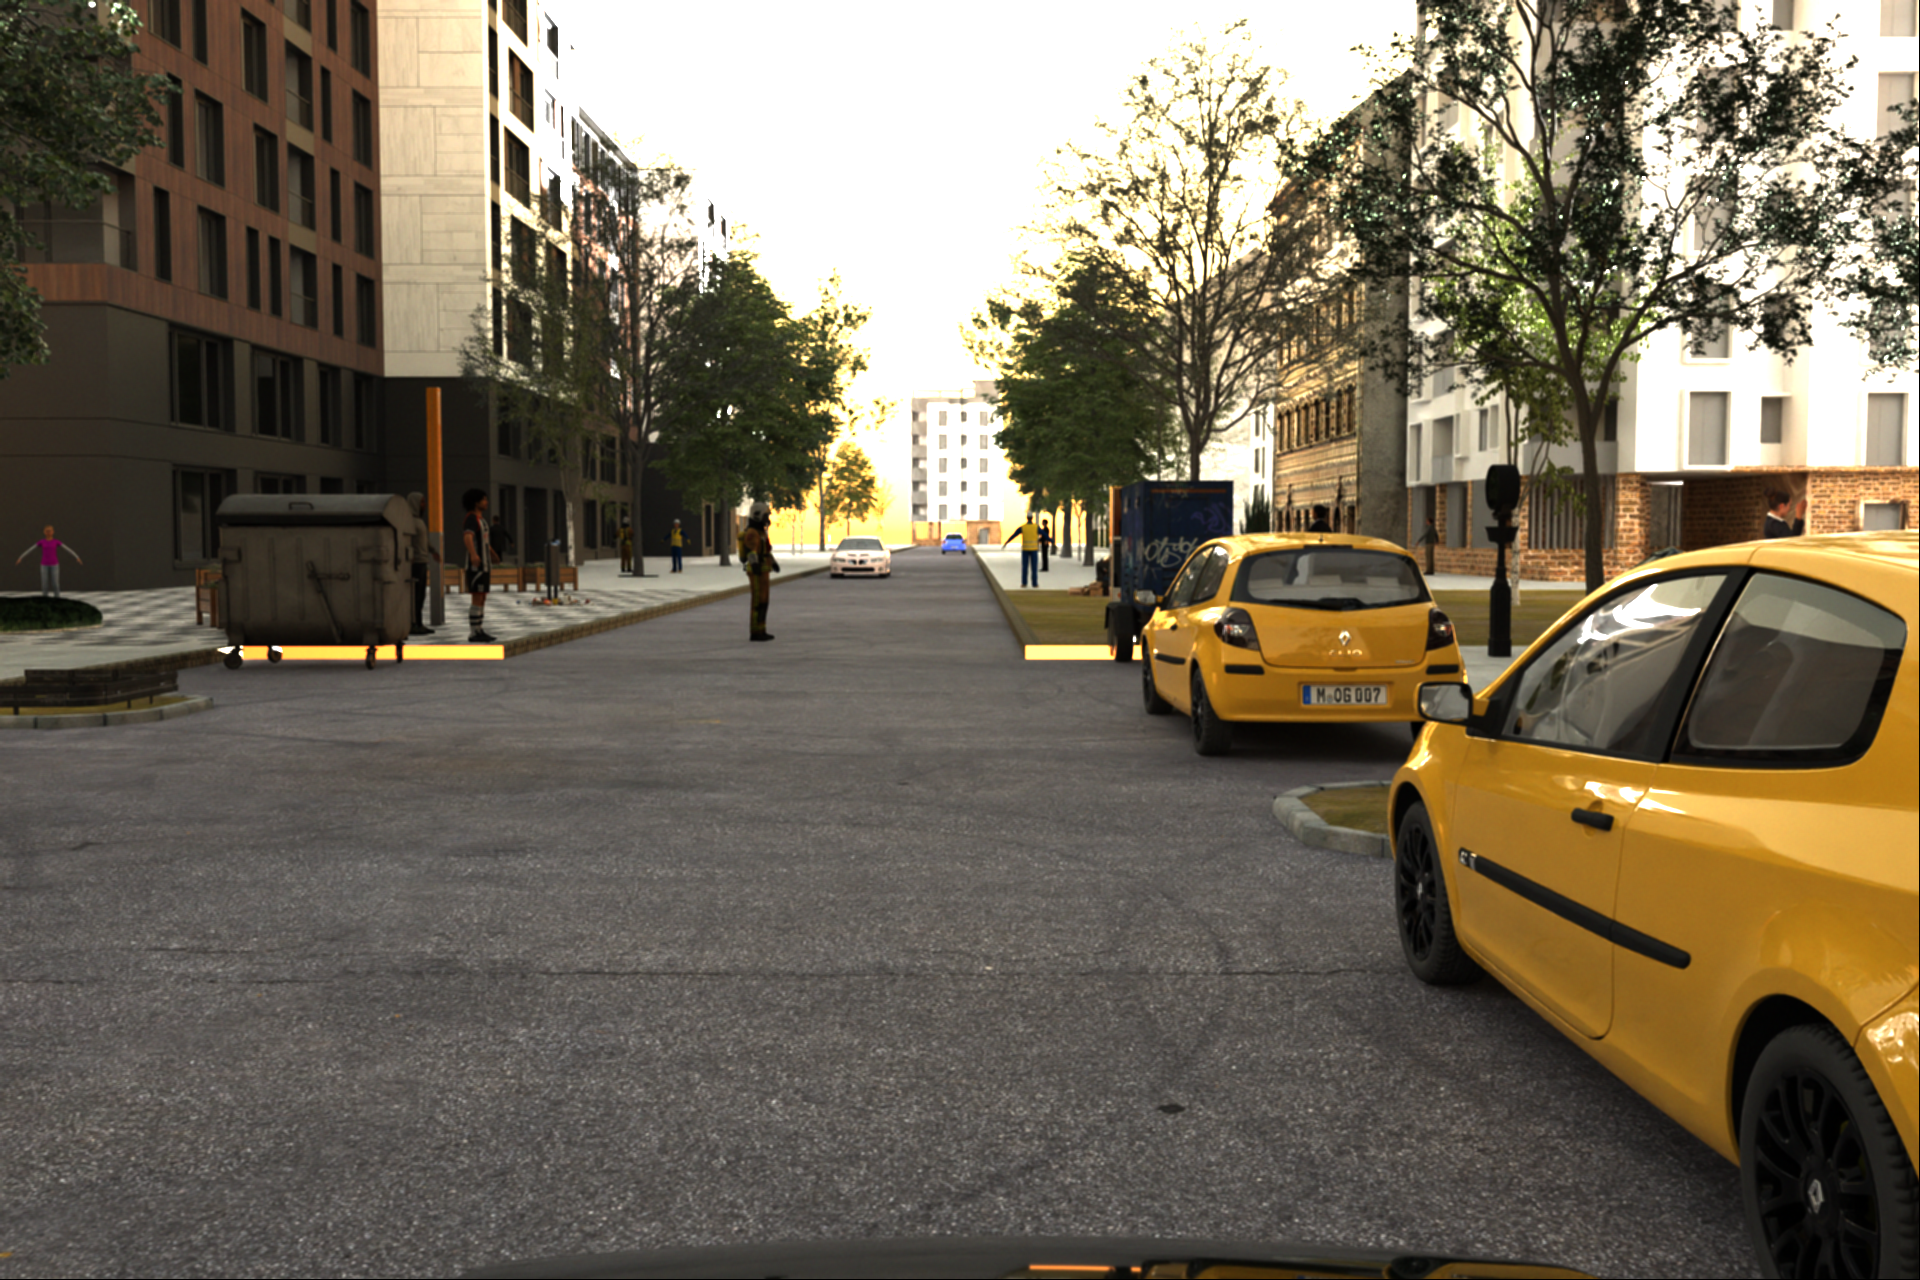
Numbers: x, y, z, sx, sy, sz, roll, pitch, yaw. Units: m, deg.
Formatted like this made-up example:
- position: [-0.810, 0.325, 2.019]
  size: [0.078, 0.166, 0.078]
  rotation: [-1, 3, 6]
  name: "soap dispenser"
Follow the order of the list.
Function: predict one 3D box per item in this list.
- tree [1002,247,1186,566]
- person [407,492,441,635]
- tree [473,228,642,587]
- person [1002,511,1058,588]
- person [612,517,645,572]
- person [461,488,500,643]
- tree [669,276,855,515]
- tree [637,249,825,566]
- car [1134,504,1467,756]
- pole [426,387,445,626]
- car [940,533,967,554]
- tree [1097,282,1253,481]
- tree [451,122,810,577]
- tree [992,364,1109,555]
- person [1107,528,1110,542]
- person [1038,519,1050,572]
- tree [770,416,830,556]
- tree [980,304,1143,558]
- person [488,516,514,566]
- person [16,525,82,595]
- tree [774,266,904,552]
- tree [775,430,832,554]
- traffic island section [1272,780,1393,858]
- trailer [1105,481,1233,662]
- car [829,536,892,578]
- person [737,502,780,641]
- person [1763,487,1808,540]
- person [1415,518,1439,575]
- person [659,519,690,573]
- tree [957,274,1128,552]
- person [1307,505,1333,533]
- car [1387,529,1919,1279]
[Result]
- position: [5.328, -9.238, 69.164]
  size: [7.486, 12.596, 7.792]
  rotation: [0, 3, 0]
  name: "tree"
- position: [-6.917, -0.979, 22.133]
  size: [0.705, 1.813, 1.348]
  rotation: [0, 4, -2]
  name: "person"
- position: [-9.412, -5.611, 42.105]
  size: [4.360, 8.622, 3.978]
  rotation: [0, 3, 0]
  name: "tree"
- position: [1.675, -2.178, 41.580]
  size: [1.349, 1.833, 0.705]
  rotation: [0, 4, 3]
  name: "person"
- position: [-11.206, -3.209, 58.239]
  size: [1.354, 1.858, 0.705]
  rotation: [2, 4, 27]
  name: "person"
- position: [-5.705, -0.884, 20.596]
  size: [0.704, 1.843, 1.345]
  rotation: [0, 4, -5]
  name: "person"
- position: [-9.647, -10.813, 83.442]
  size: [9.857, 13.997, 8.962]
  rotation: [0, 3, 0]
  name: "tree"
- position: [-9.266, -9.227, 68.995]
  size: [7.486, 12.596, 7.792]
  rotation: [0, 3, 0]
  name: "tree"
- position: [2.345, -0.148, 12.644]
  size: [2.015, 1.641, 3.980]
  rotation: [0, 4, -1]
  name: "car"
- position: [-7.334, -1.858, 24.221]
  size: [0.158, 3.312, 0.155]
  rotation: [0, 3, 0]
  name: "pole"
- position: [-0.449, -6.984, 123.782]
  size: [1.945, 1.707, 3.694]
  rotation: [0, 4, -1]
  name: "car"
- position: [5.657, -6.104, 50.160]
  size: [4.360, 8.622, 3.978]
  rotation: [0, 3, 0]
  name: "tree"
- position: [-9.702, -8.644, 51.702]
  size: [12.009, 13.543, 11.850]
  rotation: [0, 3, 0]
  name: "tree"
- position: [5.826, -10.934, 104.519]
  size: [9.928, 11.665, 9.643]
  rotation: [0, 3, 0]
  name: "tree"
- position: [5.094, -3.076, 56.066]
  size: [0.705, 1.856, 1.354]
  rotation: [0, 4, -3]
  name: "person"
- position: [2.886, -3.260, 59.481]
  size: [0.705, 1.806, 1.347]
  rotation: [-1, 4, -10]
  name: "person"
- position: [-10.009, -9.325, 102.831]
  size: [4.360, 8.622, 3.978]
  rotation: [0, 3, 0]
  name: "tree"
- position: [5.779, -11.449, 93.841]
  size: [9.857, 13.997, 8.962]
  rotation: [0, 3, 0]
  name: "tree"
- position: [-13.092, -2.606, 48.837]
  size: [0.704, 1.802, 1.346]
  rotation: [3, 4, 37]
  name: "person"
- position: [-15.335, -1.217, 29.171]
  size: [0.991, 1.433, 0.599]
  rotation: [-1, 4, -22]
  name: "person"
- position: [-10.403, -16.454, 124.919]
  size: [12.611, 20.169, 13.585]
  rotation: [0, 3, 0]
  name: "tree"
- position: [-9.951, -9.680, 108.630]
  size: [4.360, 8.622, 3.978]
  rotation: [0, 3, 0]
  name: "tree"
- position: [2.587, 0.880, 8.471]
  size: [1.991, 0.108, 1.994]
  rotation: [0, 4, 1]
  name: "traffic island section"
- position: [2.444, -0.820, 20.456]
  size: [1.471, 1.999, 3.904]
  rotation: [0, 4, 0]
  name: "trailer"
- position: [-3.286, -2.773, 57.694]
  size: [2.083, 1.381, 4.827]
  rotation: [0, 4, 0]
  name: "car"
- position: [-2.673, -0.922, 23.307]
  size: [0.705, 1.858, 1.354]
  rotation: [0, 4, 6]
  name: "person"
- position: [7.773, -0.573, 16.216]
  size: [0.445, 1.727, 0.742]
  rotation: [-1, 4, -12]
  name: "person"
- position: [14.717, -2.941, 54.349]
  size: [0.705, 1.796, 1.348]
  rotation: [3, 5, 43]
  name: "person"
- position: [-9.484, -3.134, 57.700]
  size: [1.216, 1.772, 0.721]
  rotation: [2, 4, 26]
  name: "person"
- position: [6.846, -16.259, 121.719]
  size: [12.611, 20.169, 13.585]
  rotation: [0, 3, 0]
  name: "tree"
- position: [5.587, -1.263, 27.378]
  size: [1.216, 1.740, 0.721]
  rotation: [-3, 5, -42]
  name: "person"
- position: [2.300, 0.358, 4.371]
  size: [2.015, 1.641, 3.980]
  rotation: [0, 4, 0]
  name: "car"
